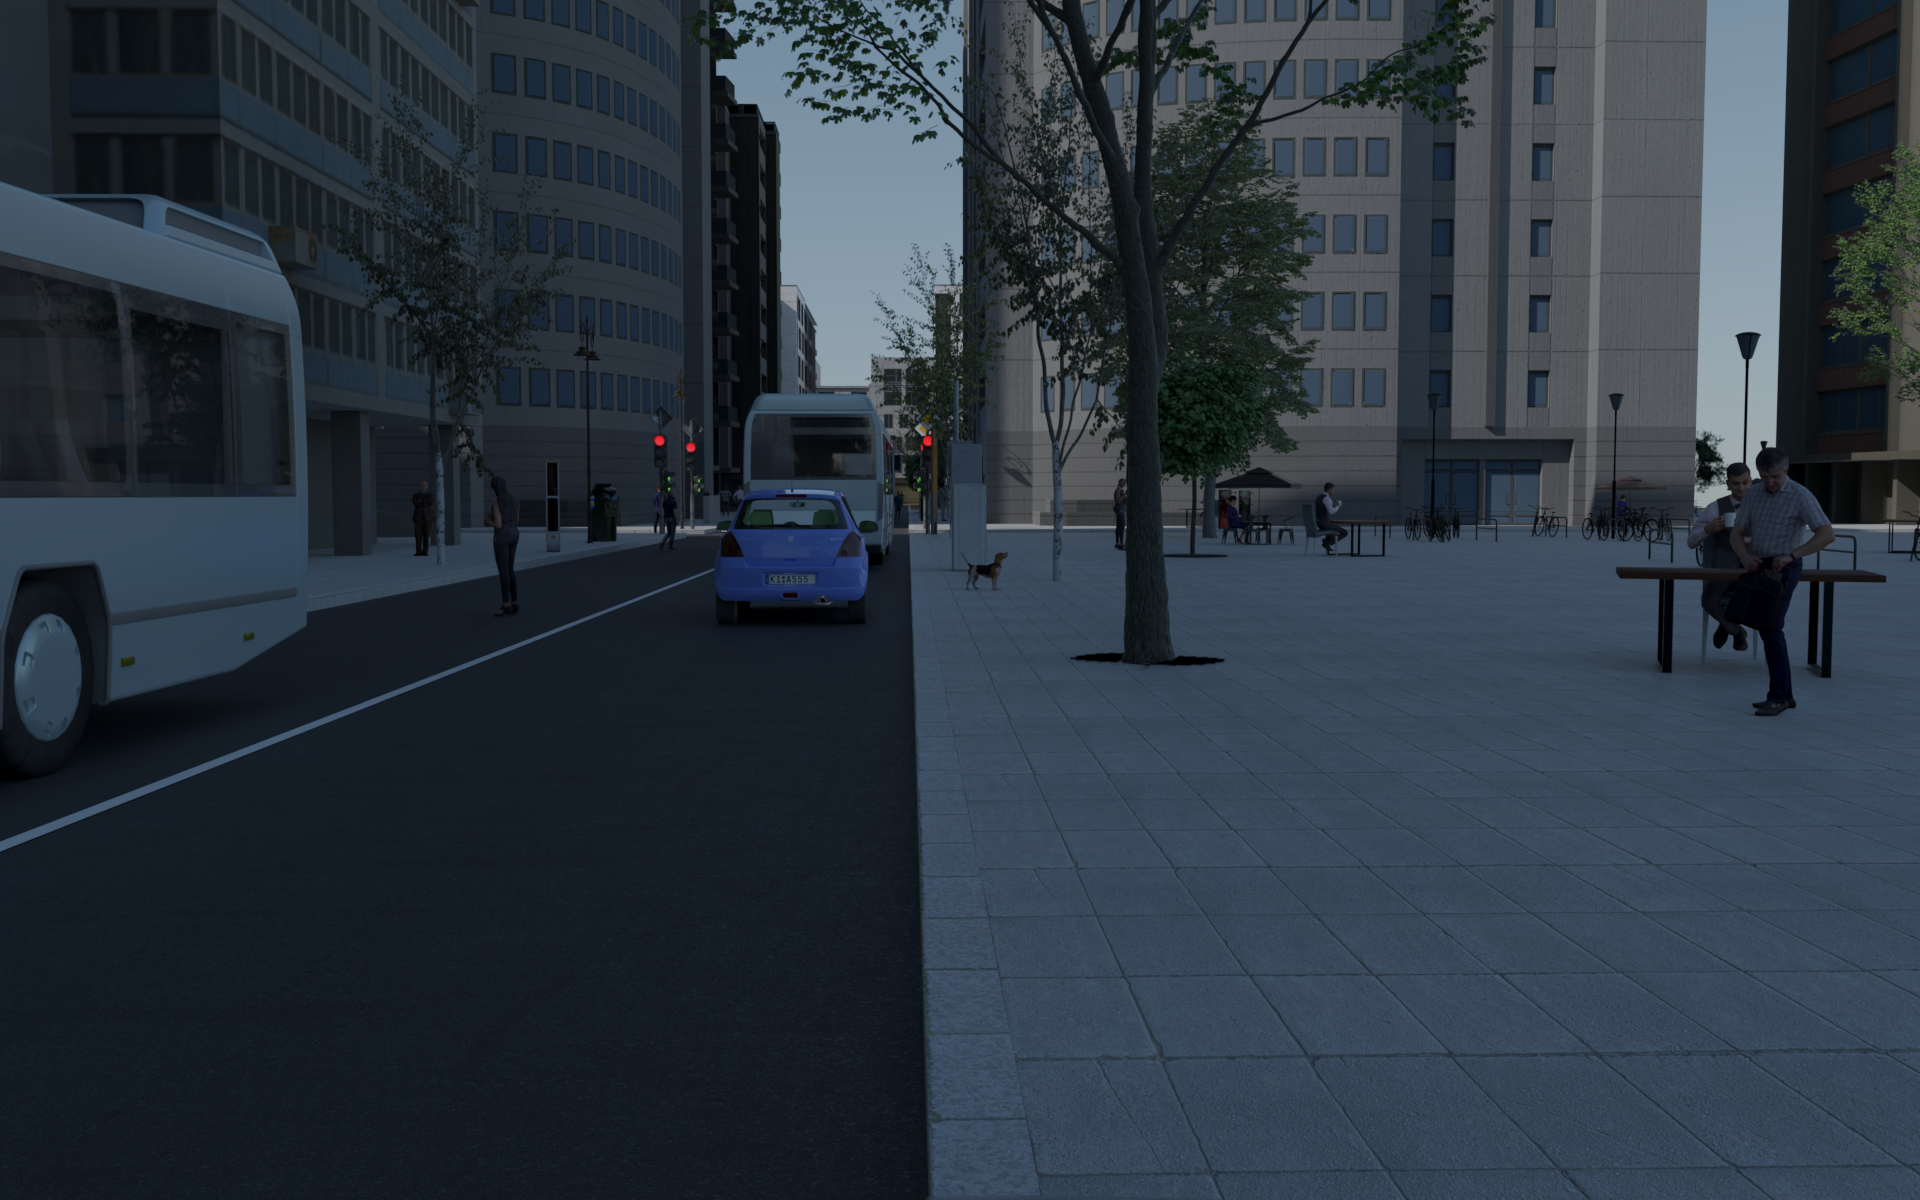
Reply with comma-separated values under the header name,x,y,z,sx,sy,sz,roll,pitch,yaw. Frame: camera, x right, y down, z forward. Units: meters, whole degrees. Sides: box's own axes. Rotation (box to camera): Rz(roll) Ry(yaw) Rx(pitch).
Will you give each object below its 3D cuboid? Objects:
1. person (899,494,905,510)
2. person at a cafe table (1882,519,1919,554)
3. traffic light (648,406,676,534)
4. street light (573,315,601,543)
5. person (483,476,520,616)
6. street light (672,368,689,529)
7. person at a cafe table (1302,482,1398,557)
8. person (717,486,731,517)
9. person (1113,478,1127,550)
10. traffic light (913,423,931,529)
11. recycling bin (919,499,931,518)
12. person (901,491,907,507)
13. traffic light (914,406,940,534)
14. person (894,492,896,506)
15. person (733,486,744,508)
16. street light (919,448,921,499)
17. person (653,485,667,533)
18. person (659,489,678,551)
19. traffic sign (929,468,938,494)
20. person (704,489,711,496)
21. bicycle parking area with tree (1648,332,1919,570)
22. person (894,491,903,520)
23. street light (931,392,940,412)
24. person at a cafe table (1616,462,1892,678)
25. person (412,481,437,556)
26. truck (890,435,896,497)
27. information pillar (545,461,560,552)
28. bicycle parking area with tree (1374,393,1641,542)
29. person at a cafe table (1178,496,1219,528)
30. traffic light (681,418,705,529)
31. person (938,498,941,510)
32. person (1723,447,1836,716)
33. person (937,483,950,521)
name,x,y,z,sx,sy,sz,roll,pitch,yaw
person,-5.435,-8.906,157.381,1.065,1.426,0.557,3,5,45
person at a cafe table,20.941,-1.774,37.513,1.622,1.524,1.698,2,4,31
traffic light,-9.552,-4.069,55.444,0.839,4.253,0.868,0,4,-2
street light,-9.642,-4.413,44.936,0.468,5.910,1.993,0,4,-2
person,-5.397,-0.639,20.410,0.415,1.643,0.593,-1,4,-18
street light,-10.239,-5.558,63.661,0.468,5.910,1.993,0,4,-2
person at a cafe table,7.920,-1.674,35.877,1.622,1.524,1.698,-1,4,-16
person,-13.346,-5.608,98.461,0.841,1.734,0.376,1,4,15
person,3.730,-1.961,39.576,0.415,1.643,0.593,-2,4,-34
traffic light,-1.295,-4.573,63.696,0.839,4.253,0.868,0,4,-2
recycling bin,-1.707,-4.829,91.511,0.722,1.027,0.722,-2,4,-25
person,-6.616,-11.533,197.775,1.217,1.735,0.721,-2,4,-26
traffic light,-1.055,-4.085,55.714,0.839,4.253,0.868,0,4,-2
person,-7.998,-12.489,212.782,0.705,1.812,1.348,1,4,16
person,-11.153,-4.956,88.016,0.756,1.711,0.436,0,4,0
street light,-3.101,-10.077,137.550,0.468,5.910,1.993,0,4,-2
person,-10.127,-3.030,58.745,0.576,1.737,0.504,1,4,10
person,-7.382,-2.021,43.752,0.471,1.553,0.569,-1,4,-17
traffic sign,-1.374,-4.687,76.746,0.768,2.556,0.104,0,4,3
person,-12.443,-4.733,85.635,0.471,1.553,0.569,-1,4,-18
bicycle parking area with tree,16.461,-2.645,30.251,8.231,4.147,9.016,1,4,22
person,-3.529,-5.282,96.725,0.647,1.594,0.662,0,4,-3
street light,-1.107,-6.147,73.294,0.468,5.910,1.993,0,4,-2
person at a cafe table,5.778,-0.265,12.844,1.698,1.524,1.622,1,4,19
person,-11.110,-1.688,35.918,0.482,1.546,0.388,-1,4,-13
truck,-4.623,-6.045,87.749,2.839,4.237,11.283,0,4,-3
information pillar,-9.010,-2.069,38.322,0.304,2.012,0.304,-1,4,-13
bicycle parking area with tree,16.069,-3.810,49.295,8.231,4.147,9.016,1,4,13
person at a cafe table,9.416,-3.532,66.267,1.698,1.524,1.622,-1,4,-14
traffic light,-9.792,-4.557,63.425,0.839,4.253,0.868,0,4,-2
person,-1.574,-8.228,141.510,0.756,1.711,0.436,-2,4,-34
person,4.796,-0.115,10.131,0.590,1.554,0.614,-2,4,-29
person,-0.759,-4.655,82.293,0.789,1.805,0.875,-2,4,-32
